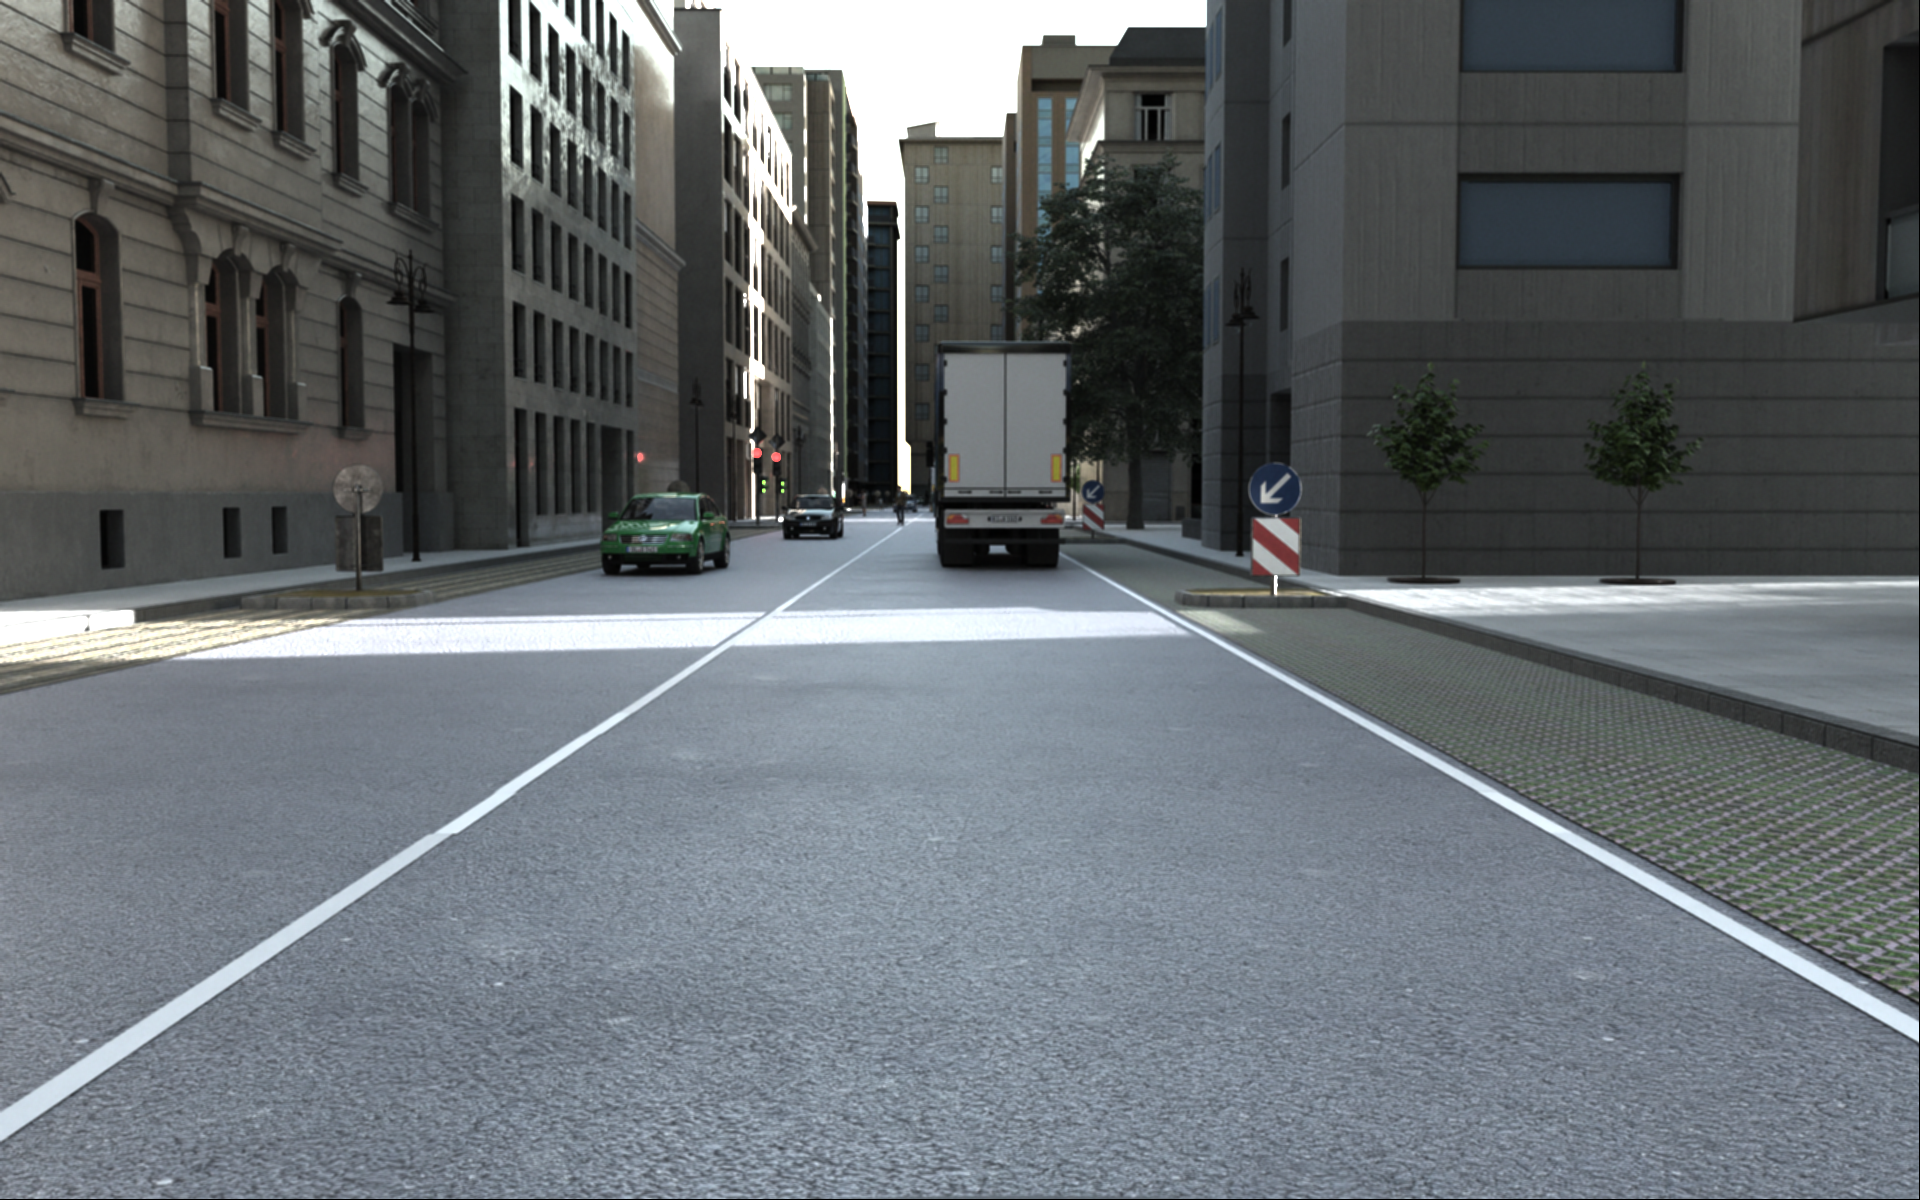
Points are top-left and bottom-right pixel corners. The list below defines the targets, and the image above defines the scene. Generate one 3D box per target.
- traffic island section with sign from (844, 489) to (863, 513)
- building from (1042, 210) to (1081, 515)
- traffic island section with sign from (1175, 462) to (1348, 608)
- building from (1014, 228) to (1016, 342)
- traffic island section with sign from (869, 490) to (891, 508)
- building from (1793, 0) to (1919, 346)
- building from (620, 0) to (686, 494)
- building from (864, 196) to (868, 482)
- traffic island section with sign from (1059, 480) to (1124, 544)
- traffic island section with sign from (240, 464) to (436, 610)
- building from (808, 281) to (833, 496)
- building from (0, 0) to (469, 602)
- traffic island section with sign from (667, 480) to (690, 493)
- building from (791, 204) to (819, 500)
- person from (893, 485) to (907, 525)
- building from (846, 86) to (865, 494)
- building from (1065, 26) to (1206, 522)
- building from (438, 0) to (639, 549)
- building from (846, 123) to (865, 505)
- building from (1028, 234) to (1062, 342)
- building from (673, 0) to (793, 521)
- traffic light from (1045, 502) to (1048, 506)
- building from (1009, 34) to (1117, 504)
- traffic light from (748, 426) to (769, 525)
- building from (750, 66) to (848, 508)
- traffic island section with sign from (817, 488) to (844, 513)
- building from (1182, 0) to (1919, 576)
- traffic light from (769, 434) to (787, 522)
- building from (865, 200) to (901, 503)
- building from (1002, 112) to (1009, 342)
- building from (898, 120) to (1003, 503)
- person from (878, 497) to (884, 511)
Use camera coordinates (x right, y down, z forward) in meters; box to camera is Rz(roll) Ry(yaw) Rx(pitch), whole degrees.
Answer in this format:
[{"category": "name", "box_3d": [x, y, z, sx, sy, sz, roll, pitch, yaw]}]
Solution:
[{"category": "traffic island section with sign", "box_3d": [-8.369, -7.523, 131.627, 1.989, 1.847, 2.006, 0, 4, 0]}, {"category": "building", "box_3d": [10.982, -15.726, 111.874, 10.420, 20.320, 16.860, 0, 4, 0]}, {"category": "traffic island section with sign", "box_3d": [3.847, -0.850, 22.528, 1.989, 1.847, 2.006, 0, 4, 0]}, {"category": "building", "box_3d": [12.743, -25.310, 185.525, 14.160, 30.474, 14.107, 0, 4, 0]}, {"category": "traffic island section with sign", "box_3d": [-8.603, -10.638, 182.561, 1.989, 1.847, 2.006, 0, 4, 0]}, {"category": "building", "box_3d": [36.225, -23.174, 62.498, 14.086, 41.232, 14.154, 0, 4, 0]}, {"category": "building", "box_3d": [-21.308, -17.086, 65.258, 20.117, 28.700, 13.634, 0, 4, 0]}, {"category": "building", "box_3d": [-18.975, -32.981, 222.839, 14.086, 41.232, 14.154, 0, 4, 0]}, {"category": "traffic island section with sign", "box_3d": [3.709, -2.557, 50.437, 1.989, 1.847, 2.006, 0, 4, 0]}, {"category": "traffic island section with sign", "box_3d": [-7.879, -0.833, 22.253, 1.989, 1.847, 2.006, 0, 4, 0]}, {"category": "building", "box_3d": [-16.262, -17.585, 142.274, 10.420, 20.320, 16.860, 0, 4, 0]}, {"category": "building", "box_3d": [-17.638, -14.673, 27.289, 14.401, 28.519, 23.554, 0, 4, 0]}, {"category": "traffic island section with sign", "box_3d": [-8.004, -2.482, 49.208, 1.989, 1.847, 2.006, 0, 4, 0]}, {"category": "building", "box_3d": [-16.268, -17.992, 123.049, 11.050, 23.489, 19.941, 0, 4, 0]}, {"category": "person", "box_3d": [-2.792, -4.398, 80.316, 0.656, 1.842, 0.836, 0, 4, -5]}, {"category": "building", "box_3d": [-22.252, -32.325, 183.143, 22.147, 44.769, 28.867, 0, 4, 0]}, {"category": "building", "box_3d": [20.795, -15.528, 87.174, 30.059, 22.955, 16.112, 0, 4, 0]}, {"category": "building", "box_3d": [-15.659, -11.802, 47.718, 10.420, 20.320, 16.860, 0, 4, 0]}, {"category": "building", "box_3d": [-18.624, -33.926, 204.804, 14.600, 45.320, 14.200, 0, 4, 0]}, {"category": "building", "box_3d": [12.579, -19.474, 137.492, 14.460, 24.649, 34.723, 0, 4, 0]}, {"category": "building", "box_3d": [-20.503, -17.824, 95.944, 19.350, 26.468, 34.151, 0, 4, 0]}, {"category": "traffic light", "box_3d": [3.572, -5.082, 72.017, 0.839, 4.253, 0.868, 0, 4, 0]}, {"category": "building", "box_3d": [12.675, -31.837, 170.651, 14.600, 45.320, 14.200, 0, 4, 0]}, {"category": "traffic light", "box_3d": [-8.389, -5.078, 71.948, 0.839, 4.253, 0.868, 0, 4, 0]}, {"category": "building", "box_3d": [-18.004, -29.250, 161.833, 14.154, 41.232, 14.086, 0, 4, 0]}, {"category": "traffic island section with sign", "box_3d": [-8.247, -5.874, 104.672, 1.989, 1.847, 2.006, 0, 4, 0]}, {"category": "building", "box_3d": [16.356, -30.418, 39.335, 21.231, 58.520, 28.212, 0, 4, 0]}, {"category": "traffic light", "box_3d": [-8.425, -5.567, 79.933, 0.839, 4.253, 0.868, 0, 4, 0]}, {"category": "building", "box_3d": [-23.104, -36.367, 249.229, 28.867, 44.769, 22.147, 0, 4, 0]}, {"category": "building", "box_3d": [11.943, -33.594, 199.376, 14.600, 45.320, 14.200, 0, 4, 0]}, {"category": "building", "box_3d": [5.186, -40.578, 252.695, 27.495, 52.752, 28.713, 0, 4, 0]}, {"category": "person", "box_3d": [-6.711, -8.118, 146.242, 0.505, 1.210, 0.382, -1, 4, -17]}]
